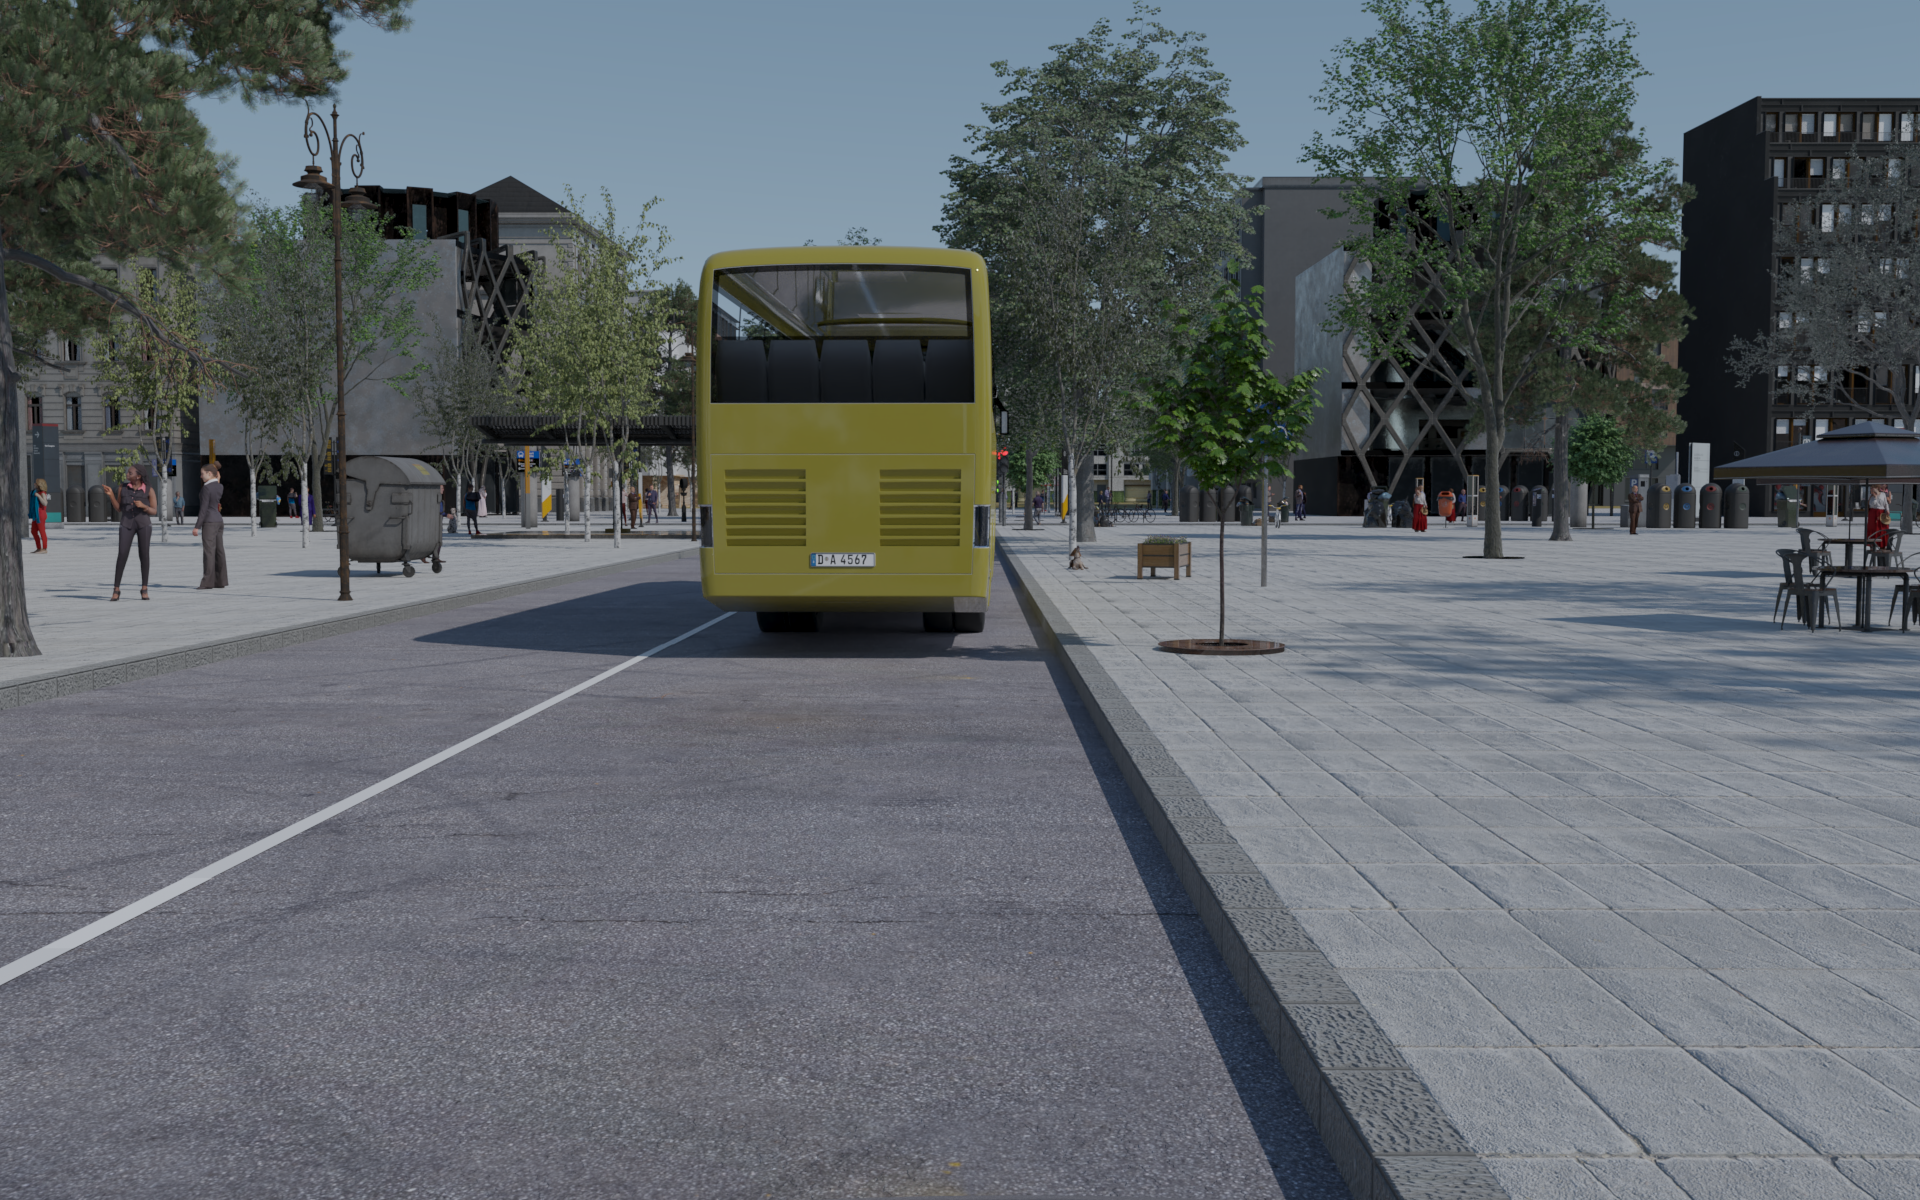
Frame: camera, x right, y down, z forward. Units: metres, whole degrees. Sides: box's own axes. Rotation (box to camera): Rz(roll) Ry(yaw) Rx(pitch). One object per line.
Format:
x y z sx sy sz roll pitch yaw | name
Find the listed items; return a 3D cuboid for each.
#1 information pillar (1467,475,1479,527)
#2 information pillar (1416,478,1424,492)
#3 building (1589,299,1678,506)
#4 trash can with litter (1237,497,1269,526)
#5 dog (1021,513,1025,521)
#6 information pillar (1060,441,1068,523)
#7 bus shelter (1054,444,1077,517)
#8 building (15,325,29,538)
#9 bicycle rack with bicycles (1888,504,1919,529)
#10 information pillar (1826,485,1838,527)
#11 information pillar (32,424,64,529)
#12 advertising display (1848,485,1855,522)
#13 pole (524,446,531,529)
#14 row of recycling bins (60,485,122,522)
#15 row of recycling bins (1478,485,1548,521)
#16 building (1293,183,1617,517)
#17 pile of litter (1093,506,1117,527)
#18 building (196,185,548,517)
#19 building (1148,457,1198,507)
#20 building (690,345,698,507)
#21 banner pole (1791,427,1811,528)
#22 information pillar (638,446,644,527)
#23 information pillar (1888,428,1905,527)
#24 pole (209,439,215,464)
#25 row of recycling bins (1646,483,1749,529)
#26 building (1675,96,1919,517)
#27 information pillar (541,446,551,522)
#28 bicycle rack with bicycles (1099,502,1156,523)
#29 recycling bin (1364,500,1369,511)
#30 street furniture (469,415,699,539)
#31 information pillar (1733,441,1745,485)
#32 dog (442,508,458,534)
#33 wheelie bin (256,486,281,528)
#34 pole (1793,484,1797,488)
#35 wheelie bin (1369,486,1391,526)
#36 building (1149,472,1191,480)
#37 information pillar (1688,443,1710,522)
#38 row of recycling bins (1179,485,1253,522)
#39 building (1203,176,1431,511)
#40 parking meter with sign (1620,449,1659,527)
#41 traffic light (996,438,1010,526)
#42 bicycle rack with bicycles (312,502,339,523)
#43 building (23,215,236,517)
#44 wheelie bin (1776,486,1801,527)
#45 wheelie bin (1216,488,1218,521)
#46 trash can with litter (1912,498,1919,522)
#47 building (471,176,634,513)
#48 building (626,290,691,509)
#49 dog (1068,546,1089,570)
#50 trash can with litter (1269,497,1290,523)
19.986 -3.856 67.532 0.304 2.012 0.304 -2 4 -29 | information pillar
21.247 -4.624 80.101 0.304 2.012 0.304 0 4 5 | information pillar
60.775 -21.486 195.267 32.646 21.610 27.936 0 4 0 | building
11.658 -3.548 69.396 1.055 1.170 0.624 -2 4 -25 | trash can with litter
3.211 -3.936 82.092 0.550 0.427 0.748 -1 4 -20 | dog
4.618 -5.209 76.516 0.183 3.616 0.504 2 4 27 | information pillar
6.364 -7.493 100.137 2.179 5.291 8.768 0 4 0 | bus shelter
-37.472 -13.851 44.483 19.932 24.808 12.078 0 4 0 | building
35.636 -3.097 64.011 2.852 0.926 2.925 1 4 16 | bicycle rack with bicycles
33.985 -3.853 67.485 0.304 2.012 0.304 -3 4 -36 | information pillar
-33.703 -4.559 63.922 0.750 3.857 0.750 2 4 29 | information pillar
41.819 -4.650 81.236 0.123 1.923 0.974 1 4 20 | advertising display
-15.890 -4.268 63.619 0.158 3.312 0.155 0 3 0 | pole
-39.672 -4.382 78.759 3.534 1.692 1.069 -1 4 -22 | row of recycling bins
26.082 -4.593 82.209 3.534 1.692 1.069 2 4 31 | row of recycling bins
29.957 -14.445 103.628 16.811 18.784 16.820 0 4 0 | building
5.200 -3.270 67.423 1.719 0.858 1.176 1 4 19 | pile of litter
-33.738 -14.468 103.996 16.820 18.784 16.811 0 4 0 | building
30.174 -19.320 182.333 16.747 18.905 31.486 0 4 0 | building
-33.813 -19.161 169.701 16.016 20.091 11.380 0 4 0 | building
31.745 -4.601 65.236 0.863 3.779 0.401 -2 4 -25 | banner pole
-12.300 -4.605 66.651 0.183 3.616 0.504 0 4 -4 | information pillar
36.564 -4.809 68.012 0.750 3.857 0.750 0 4 2 | information pillar
-27.823 -4.322 64.515 0.158 3.312 0.155 0 3 0 | pole
27.522 -3.521 64.684 3.534 1.692 1.069 1 4 13 | row of recycling bins
52.241 -16.579 100.747 15.834 23.373 12.332 0 4 0 | building
-19.142 -5.425 80.055 0.504 3.616 0.183 -3 5 -44 | information pillar
6.980 -3.938 77.776 2.852 0.926 2.925 -3 4 -37 | bicycle rack with bicycles
18.814 -4.029 78.435 0.722 1.027 0.722 -2 4 -25 | recycling bin
-10.319 -3.672 52.140 7.346 3.524 5.398 0 4 0 | street furniture
34.230 -5.188 76.180 0.504 3.616 0.183 3 4 37 | information pillar
-16.674 -2.578 56.535 0.513 0.831 0.800 2 4 34 | dog
-26.457 -3.560 66.114 0.980 1.594 0.693 -1 4 -22 | wheelie bin
38.956 -5.314 80.735 0.158 3.312 0.155 0 3 0 | pole
16.847 -3.773 69.594 0.980 1.594 0.693 2 4 31 | wheelie bin
30.468 -21.247 203.812 16.016 20.091 11.380 0 4 0 | building
34.173 -5.432 80.125 1.656 3.620 0.184 -3 5 -40 | information pillar
11.828 -4.440 79.707 3.534 1.692 1.069 -1 4 -15 | row of recycling bins
28.021 -21.199 140.107 14.314 27.812 24.014 0 4 0 | building
26.233 -4.325 66.977 1.738 3.016 0.543 -2 4 -35 | parking meter with sign
1.785 -5.374 77.113 0.839 4.213 0.868 0 4 0 | traffic light
-28.282 -3.980 78.462 2.925 0.926 2.852 -1 4 -13 | bicycle rack with bicycles
-52.443 -15.368 100.421 18.267 20.994 9.793 0 4 0 | building
31.819 -3.591 66.617 0.980 1.594 0.693 -1 4 -14 | wheelie bin
12.324 -4.553 82.342 0.980 1.594 0.693 0 4 -4 | wheelie bin
44.374 -4.219 80.364 0.624 1.170 1.055 -2 4 -31 | trash can with litter
-31.313 -18.314 128.304 11.050 23.489 19.941 0 4 0 | building
-33.887 -18.466 158.342 16.016 20.091 11.380 0 4 0 | building
2.068 -0.726 29.611 0.550 0.427 0.748 3 5 41 | dog
14.247 -4.047 77.555 1.055 1.170 0.624 2 4 28 | trash can with litter
